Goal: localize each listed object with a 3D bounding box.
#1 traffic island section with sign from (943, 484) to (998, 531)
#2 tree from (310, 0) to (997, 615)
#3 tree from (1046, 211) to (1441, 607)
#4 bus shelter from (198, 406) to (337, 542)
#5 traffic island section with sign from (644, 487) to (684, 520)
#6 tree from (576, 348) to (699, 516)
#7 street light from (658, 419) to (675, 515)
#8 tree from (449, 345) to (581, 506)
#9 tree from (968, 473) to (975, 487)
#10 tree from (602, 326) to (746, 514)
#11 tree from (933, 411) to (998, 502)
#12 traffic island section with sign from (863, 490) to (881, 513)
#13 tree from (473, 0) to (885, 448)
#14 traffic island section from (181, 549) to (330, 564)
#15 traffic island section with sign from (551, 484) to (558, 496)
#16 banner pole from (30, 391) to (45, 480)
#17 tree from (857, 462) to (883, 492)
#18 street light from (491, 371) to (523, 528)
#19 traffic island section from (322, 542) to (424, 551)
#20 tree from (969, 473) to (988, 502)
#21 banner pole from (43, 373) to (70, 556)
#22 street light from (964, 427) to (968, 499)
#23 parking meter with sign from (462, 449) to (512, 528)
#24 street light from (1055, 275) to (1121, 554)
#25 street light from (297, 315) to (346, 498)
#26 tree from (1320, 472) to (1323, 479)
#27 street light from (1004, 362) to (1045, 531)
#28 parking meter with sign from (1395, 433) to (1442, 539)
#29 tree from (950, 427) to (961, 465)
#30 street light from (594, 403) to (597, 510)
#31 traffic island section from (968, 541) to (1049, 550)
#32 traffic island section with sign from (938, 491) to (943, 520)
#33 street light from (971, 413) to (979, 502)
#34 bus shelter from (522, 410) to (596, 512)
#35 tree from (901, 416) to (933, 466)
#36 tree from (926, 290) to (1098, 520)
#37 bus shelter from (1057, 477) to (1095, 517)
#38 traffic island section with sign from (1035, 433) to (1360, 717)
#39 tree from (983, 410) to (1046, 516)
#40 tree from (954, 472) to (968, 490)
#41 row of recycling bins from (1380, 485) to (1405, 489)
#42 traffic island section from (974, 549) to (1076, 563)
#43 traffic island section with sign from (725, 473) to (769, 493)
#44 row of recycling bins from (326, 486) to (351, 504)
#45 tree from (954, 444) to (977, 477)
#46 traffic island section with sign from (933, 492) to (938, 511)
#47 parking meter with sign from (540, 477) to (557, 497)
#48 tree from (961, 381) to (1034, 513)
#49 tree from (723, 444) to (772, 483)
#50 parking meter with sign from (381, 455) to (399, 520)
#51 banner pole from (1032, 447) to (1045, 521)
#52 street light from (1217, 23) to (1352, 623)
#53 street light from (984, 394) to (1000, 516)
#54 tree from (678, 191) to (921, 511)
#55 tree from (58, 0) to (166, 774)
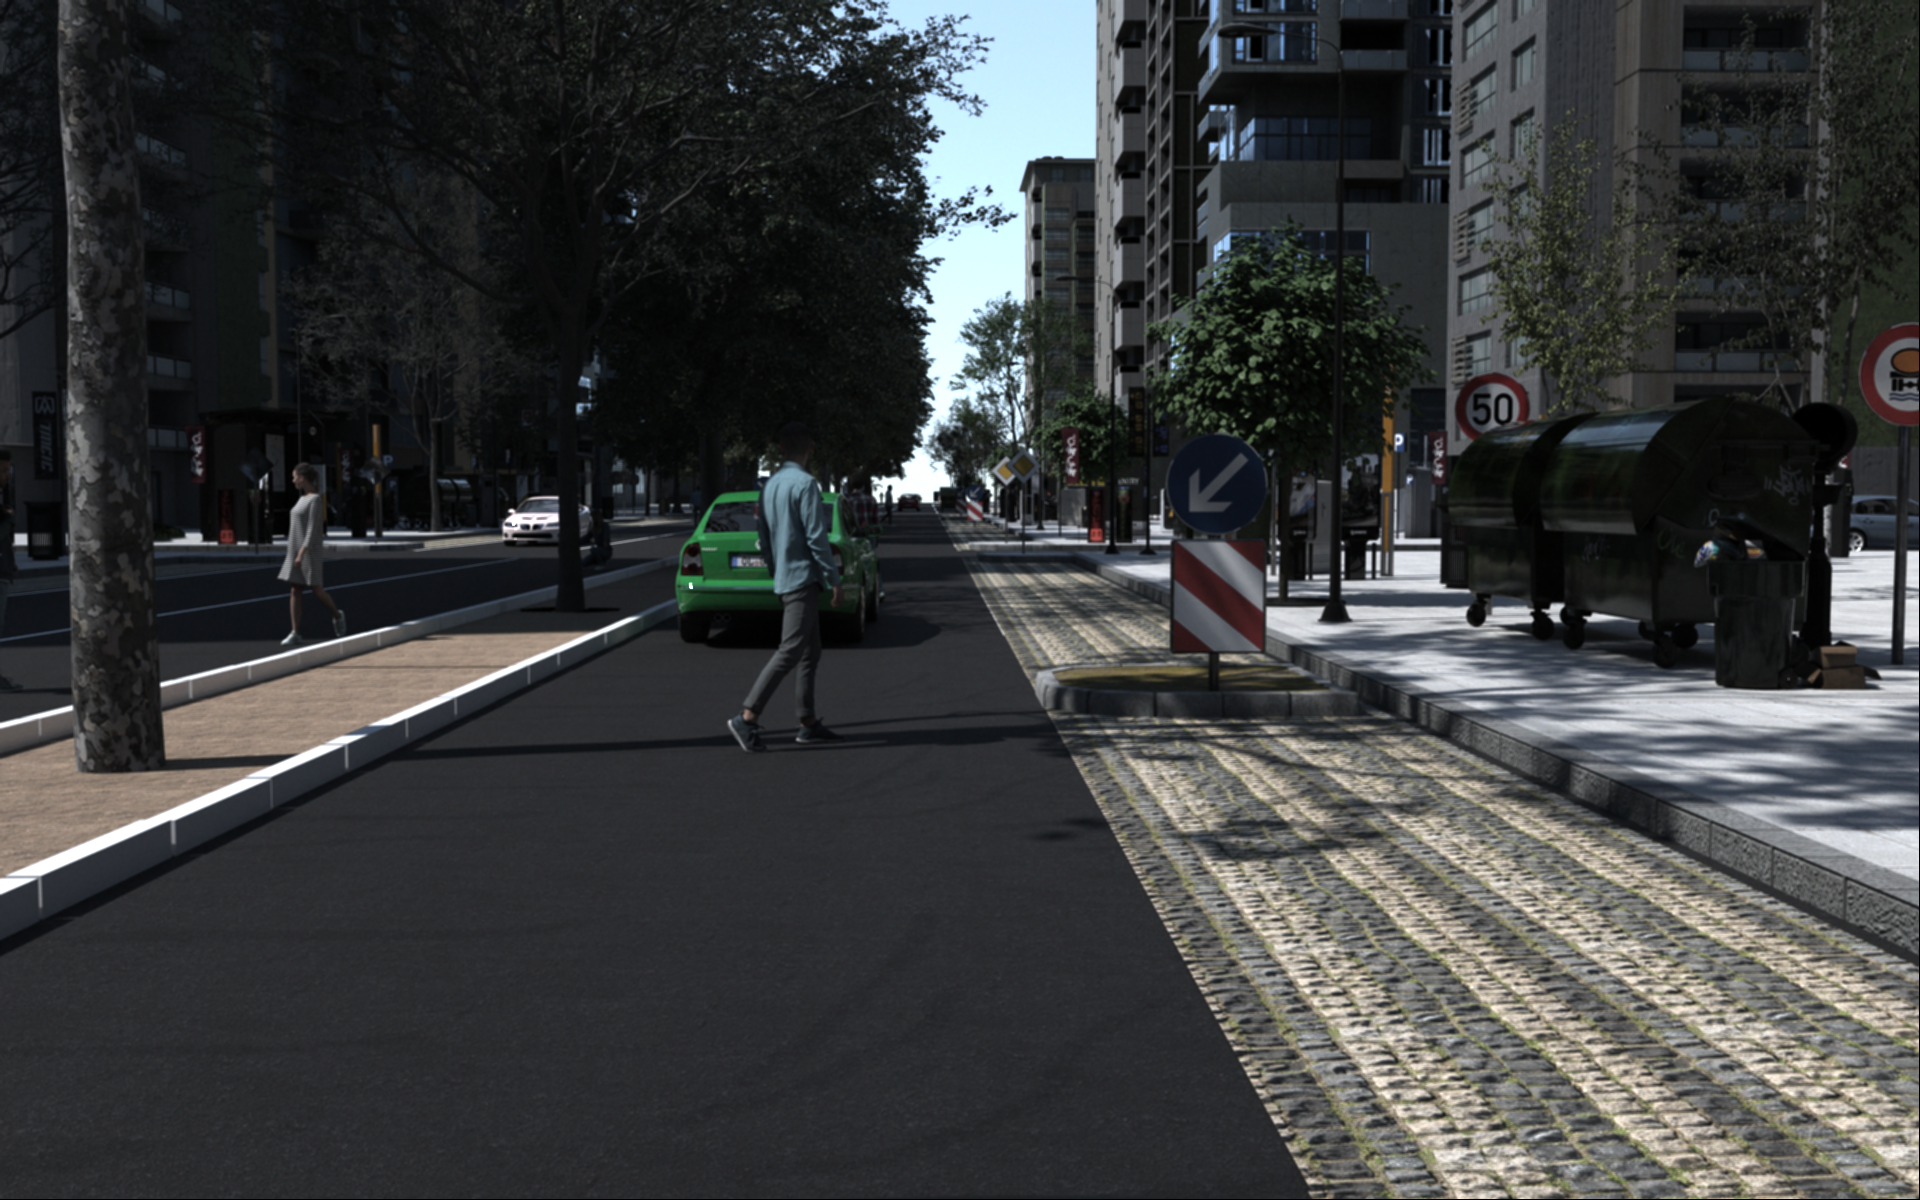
[{"bbox_3d":[0.454,-3.637,68.099,1.989,1.847,2.006,0,4,-1],"label":"traffic island section with sign"},{"bbox_3d":[-4.767,-6.602,20.775,12.009,13.543,11.850,0,3,0],"label":"tree"},{"bbox_3d":[3.842,-2.229,20.153,4.285,4.588,4.351,0,3,0],"label":"tree"},{"bbox_3d":[-19.677,-3.563,49.530,1.731,3.624,6.357,0,4,-1],"label":"bus shelter"},{"bbox_3d":[-16.133,-5.251,94.474,1.989,1.847,2.006,0,4,-1],"label":"traffic island section with sign"},{"bbox_3d":[-18.218,-10.155,100.438,8.767,10.594,7.601,-1,4,-9],"label":"tree"},{"bbox_3d":[-17.765,-8.151,105.802,1.470,5.913,1.316,0,4,-1],"label":"street light"},{"bbox_3d":[-18.673,-7.564,74.034,4.360,8.622,3.978,0,3,0],"label":"tree"},{"bbox_3d":[3.055,-7.304,103.127,4.285,4.588,4.351,0,3,0],"label":"tree"},{"bbox_3d":[-18.643,-11.995,113.120,9.611,12.733,9.660,0,3,0],"label":"tree"},{"bbox_3d":[1.496,-15.297,184.520,7.601,10.594,8.767,3,5,41],"label":"tree"},{"bbox_3d":[-6.433,-6.834,119.874,2.006,1.907,1.989,0,4,-1],"label":"traffic island section with sign"},{"bbox_3d":[-4.727,-7.581,33.065,9.857,13.997,8.962,0,3,0],"label":"tree"},{"bbox_3d":[-15.004,-0.895,36.913,2.009,0.180,2.903,0,4,-1],"label":"traffic island section"},{"bbox_3d":[-15.603,-3.587,67.275,1.989,1.847,2.006,0,4,-1],"label":"traffic island section with sign"},{"bbox_3d":[-19.480,-2.891,37.289,0.863,3.779,0.401,-2,4,-28],"label":"banner pole"},{"bbox_3d":[-6.010,-8.962,99.352,4.360,8.622,3.978,0,3,0],"label":"tree"},{"bbox_3d":[-16.945,-5.656,65.015,1.470,5.913,1.316,0,4,-1],"label":"street light"},{"bbox_3d":[-15.159,-1.383,44.896,2.009,0.180,2.903,0,4,-1],"label":"traffic island section"},{"bbox_3d":[1.983,-11.031,174.955,1.663,3.219,1.824,0,3,0],"label":"tree"},{"bbox_3d":[-18.702,-2.826,36.214,0.401,3.779,0.863,-1,4,-10],"label":"banner pole"},{"bbox_3d":[1.186,-8.984,119.425,1.470,5.913,1.316,0,4,-1],"label":"street light"},{"bbox_3d":[-18.172,-4.310,66.735,1.738,3.016,0.543,-2,4,-31],"label":"parking meter with sign"},{"bbox_3d":[2.717,-3.935,36.884,1.470,5.913,1.316,0,4,-1],"label":"street light"},{"bbox_3d":[-16.599,-4.433,45.018,1.470,5.913,1.316,0,4,-1],"label":"street light"},{"bbox_3d":[14.439,-4.348,65.693,1.663,3.219,1.824,0,3,0],"label":"tree"},{"bbox_3d":[2.296,-5.405,60.907,1.470,5.913,1.316,0,4,-1],"label":"street light"},{"bbox_3d":[13.226,-3.280,49.882,1.738,3.016,0.543,-2,4,-31],"label":"parking meter with sign"},{"bbox_3d":[1.460,-12.275,151.065,4.360,8.622,3.978,0,3,0],"label":"tree"},{"bbox_3d":[-17.455,-6.899,85.342,1.470,5.913,1.316,0,4,-1],"label":"street light"},{"bbox_3d":[1.229,-1.402,45.209,2.009,0.180,2.903,0,4,-1],"label":"traffic island section"},{"bbox_3d":[-0.065,-5.286,95.049,1.989,1.847,2.006,0,4,-1],"label":"traffic island section with sign"},{"bbox_3d":[1.490,-7.791,99.918,1.470,5.913,1.316,0,4,-1],"label":"street light"},{"bbox_3d":[-19.824,-6.582,85.246,2.179,5.291,8.768,0,4,-1],"label":"bus shelter"},{"bbox_3d":[-6.371,-10.934,115.640,8.767,10.594,7.601,0,4,-1],"label":"tree"},{"bbox_3d":[3.138,-9.867,87.076,9.928,11.665,9.643,0,3,0],"label":"tree"},{"bbox_3d":[5.260,-6.024,76.127,2.179,5.291,8.768,0,4,-1],"label":"bus shelter"},{"bbox_3d":[1.543,-0.205,11.984,1.989,1.847,2.006,0,4,-1],"label":"traffic island section with sign"},{"bbox_3d":[3.660,-4.012,49.305,4.285,4.588,4.351,0,3,0],"label":"tree"},{"bbox_3d":[0.794,-15.428,235.965,4.285,4.588,4.351,0,3,0],"label":"tree"},{"bbox_3d":[19.224,-4.227,76.218,3.534,1.692,1.069,1,4,23],"label":"row of recycling bins"},{"bbox_3d":[1.385,-0.914,37.225,2.009,0.180,2.903,0,4,-1],"label":"traffic island section"},{"bbox_3d":[-4.963,-2.239,44.750,2.006,1.907,1.989,0,4,-1],"label":"traffic island section with sign"},{"bbox_3d":[-28.287,-4.184,75.526,3.534,1.692,1.069,-1,4,-15],"label":"row of recycling bins"},{"bbox_3d":[0.492,-18.042,245.346,4.737,8.622,4.395,0,3,0],"label":"tree"},{"bbox_3d":[-1.025,-8.284,144.069,1.989,1.847,2.006,0,4,-1],"label":"traffic island section with sign"},{"bbox_3d":[-18.611,-5.019,78.317,1.738,3.016,0.543,-1,4,-11],"label":"parking meter with sign"},{"bbox_3d":[2.648,-9.939,112.871,4.360,8.622,3.978,0,3,0],"label":"tree"},{"bbox_3d":[-20.145,-13.159,165.514,4.737,8.622,4.395,0,3,0],"label":"tree"},{"bbox_3d":[-24.970,-4.880,76.044,0.543,3.016,1.738,-2,4,-27],"label":"parking meter with sign"},{"bbox_3d":[3.765,-5.604,81.646,0.863,3.779,0.401,2,4,30],"label":"banner pole"},{"bbox_3d":[3.241,-2.737,17.287,1.470,5.913,1.316,0,4,-1],"label":"street light"},{"bbox_3d":[1.962,-6.598,80.414,1.470,5.913,1.316,0,4,-1],"label":"street light"},{"bbox_3d":[-5.339,-8.563,60.595,7.486,12.596,7.792,0,3,0],"label":"tree"},{"bbox_3d":[-3.143,-9.127,7.578,12.611,20.169,13.585,0,3,0],"label":"tree"}]
